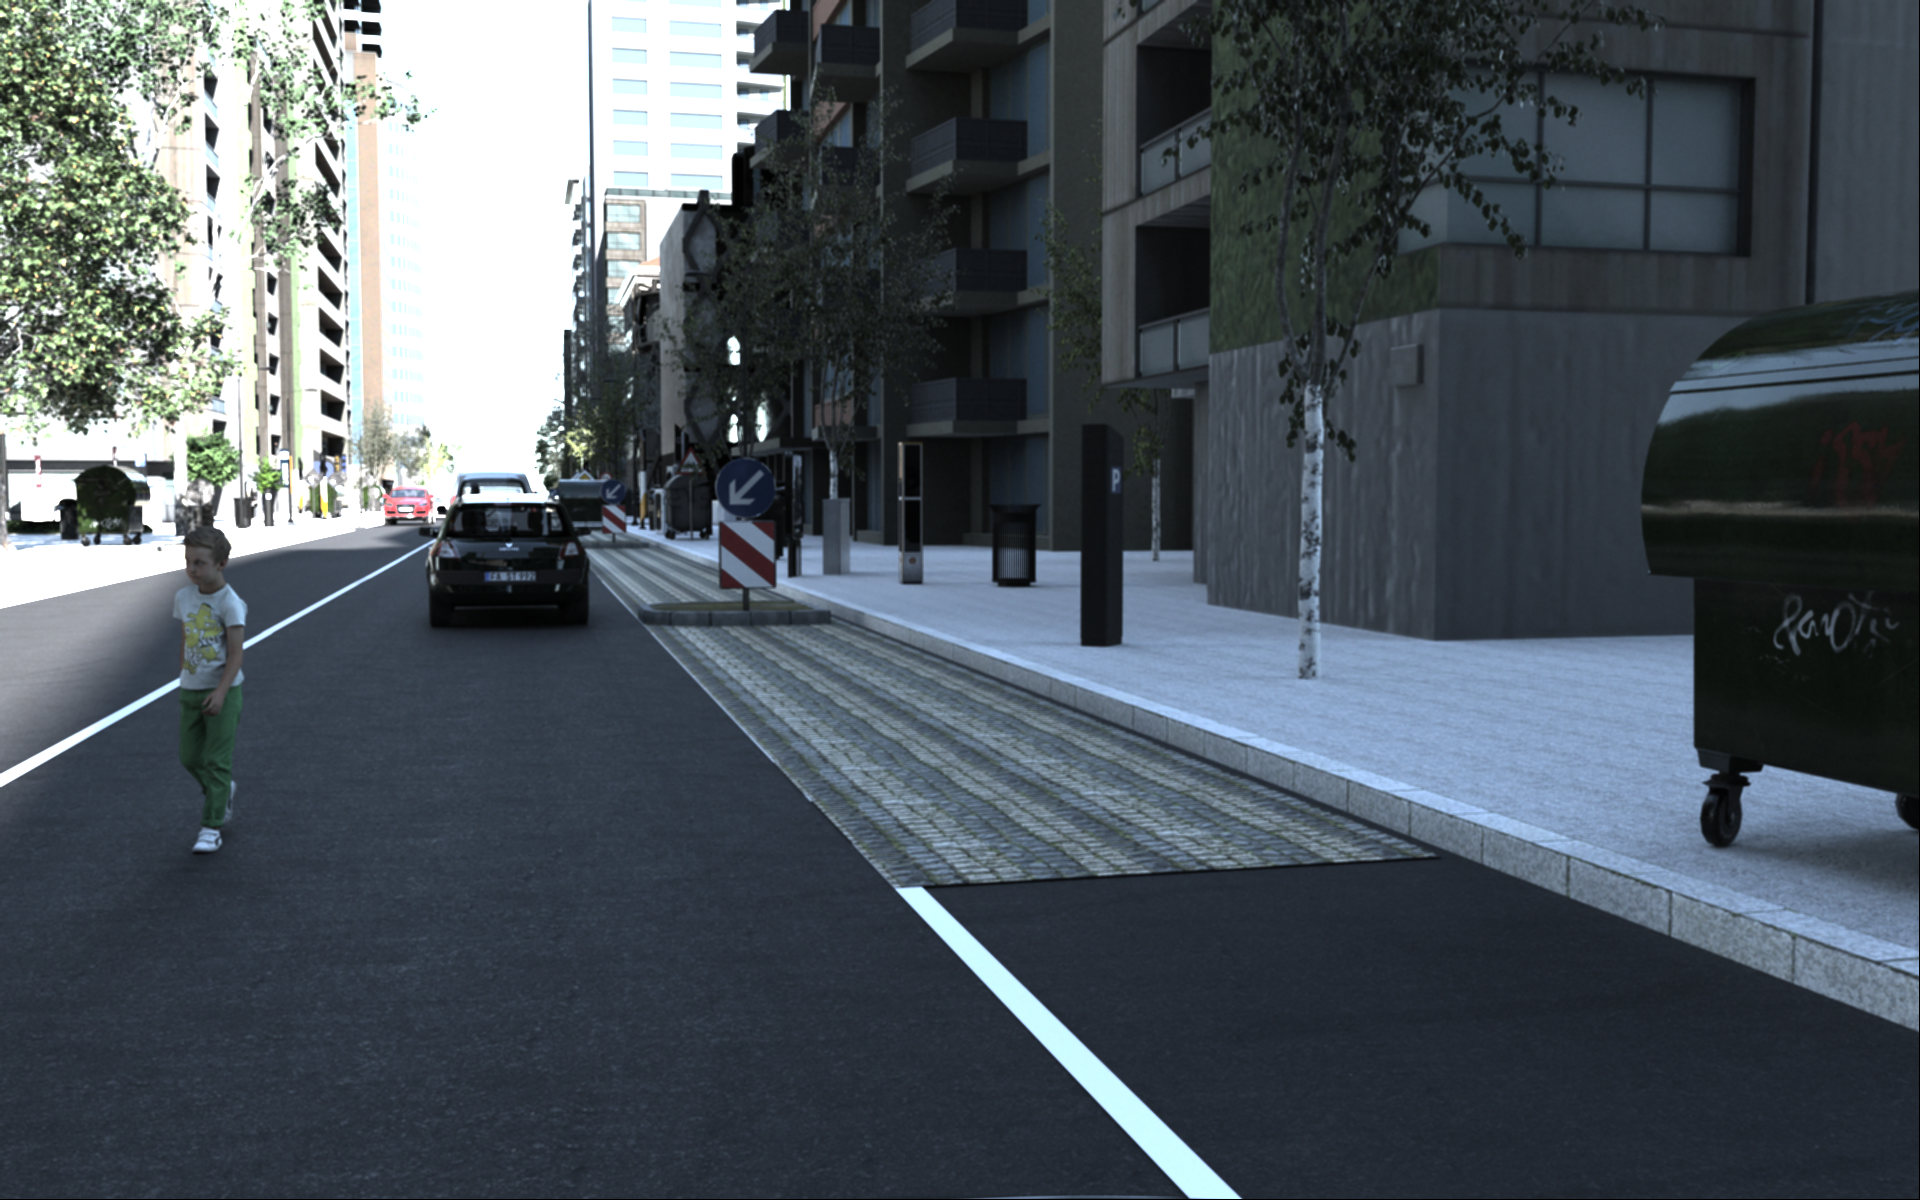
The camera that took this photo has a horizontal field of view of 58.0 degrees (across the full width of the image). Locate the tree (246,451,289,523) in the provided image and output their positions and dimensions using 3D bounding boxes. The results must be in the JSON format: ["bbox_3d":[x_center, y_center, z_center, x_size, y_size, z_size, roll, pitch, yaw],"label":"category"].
[{"bbox_3d":[-31.169,-5.097,77.945,1.663,3.219,1.824,0,3,0],"label":"tree"}]

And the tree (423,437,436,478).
[{"bbox_3d":[-50.115,-12.680,157.675,4.360,8.622,3.978,0,3,0],"label":"tree"}]

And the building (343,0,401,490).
[{"bbox_3d":[-73.772,-53.720,190.993,22.319,86.520,31.000,-1,4,-14],"label":"building"}]

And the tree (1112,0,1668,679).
[{"bbox_3d":[2.669,-3.761,11.859,4.360,8.622,3.978,0,3,0],"label":"tree"}]

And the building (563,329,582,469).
[{"bbox_3d":[-61.820,-32.400,301.437,14.160,30.474,14.107,-1,4,-14],"label":"building"}]

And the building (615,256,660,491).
[{"bbox_3d":[-21.816,-18.720,142.222,11.583,22.565,21.152,-1,4,-14],"label":"building"}]

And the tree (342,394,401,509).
[{"bbox_3d":[-44.903,-11.099,131.827,4.360,8.622,3.978,0,3,0],"label":"tree"}]

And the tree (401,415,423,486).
[{"bbox_3d":[-45.986,-11.443,137.461,4.360,8.622,3.978,0,3,0],"label":"tree"}]

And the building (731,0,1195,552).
[{"bbox_3d":[5.378,-24.314,52.159,22.147,44.769,28.867,-1,4,-14],"label":"building"}]

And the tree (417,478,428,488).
[{"bbox_3d":[-58.035,-11.786,187.309,1.663,3.219,1.824,0,3,0],"label":"tree"}]

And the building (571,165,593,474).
[{"bbox_3d":[-45.226,-38.790,253.817,23.786,49.044,30.456,-1,4,-14],"label":"building"}]

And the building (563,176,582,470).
[{"bbox_3d":[-49.315,-42.402,282.507,28.713,52.752,27.495,-1,4,-14],"label":"building"}]

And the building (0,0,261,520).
[{"bbox_3d":[-44.081,-24.665,86.872,14.154,41.232,14.086,-1,4,-14],"label":"building"}]

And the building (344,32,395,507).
[{"bbox_3d":[-64.073,-31.885,171.437,14.600,45.320,14.200,-1,4,-14],"label":"building"}]

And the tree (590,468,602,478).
[{"bbox_3d":[-27.314,-8.251,129.511,1.663,3.219,1.824,0,3,0],"label":"tree"}]

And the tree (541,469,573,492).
[{"bbox_3d":[-46.069,-13.490,204.271,4.285,4.588,4.351,0,3,0],"label":"tree"}]

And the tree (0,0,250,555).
[{"bbox_3d":[-20.638,-7.323,36.732,9.611,12.733,9.660,0,3,0],"label":"tree"}]

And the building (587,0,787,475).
[{"bbox_3d":[-29.349,-39.475,187.423,21.231,58.520,28.212,-1,4,-14],"label":"building"}]

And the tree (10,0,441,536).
[{"bbox_3d":[-22.527,-11.960,51.435,12.611,20.169,13.585,0,3,0],"label":"tree"}]

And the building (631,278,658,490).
[{"bbox_3d":[-15.072,-15.722,124.501,16.820,18.784,16.811,-1,4,-14],"label":"building"}]

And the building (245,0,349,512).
[{"bbox_3d":[-59.368,-31.098,132.154,21.300,48.544,21.600,-1,4,-14],"label":"building"}]

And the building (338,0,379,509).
[{"bbox_3d":[-63.129,-43.713,152.961,20.563,71.187,20.611,-1,4,-14],"label":"building"}]

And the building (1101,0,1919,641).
[{"bbox_3d":[9.251,-20.710,22.206,14.154,41.232,14.086,-1,4,-14],"label":"building"}]

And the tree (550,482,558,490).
[{"bbox_3d":[-56.438,-15.087,241.272,1.663,3.219,1.824,0,3,0],"label":"tree"}]

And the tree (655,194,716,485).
[{"bbox_3d":[-5.230,-5.582,41.620,4.360,8.622,3.978,0,3,0],"label":"tree"}]

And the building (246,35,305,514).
[{"bbox_3d":[-49.669,-20.602,108.540,14.160,30.474,14.107,-1,4,-14],"label":"building"}]

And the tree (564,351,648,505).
[{"bbox_3d":[-17.738,-8.426,88.129,4.737,8.622,4.395,0,3,0],"label":"tree"}]

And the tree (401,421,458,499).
[{"bbox_3d":[-67.903,-17.598,222.142,7.601,10.594,8.767,2,4,27],"label":"tree"}]

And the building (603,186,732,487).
[{"bbox_3d":[-27.184,-24.171,166.890,14.160,30.474,14.107,-1,4,-14],"label":"building"}]

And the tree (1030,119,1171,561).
[{"bbox_3d":[3.516,-5.052,32.961,4.737,8.622,4.395,0,3,0],"label":"tree"}]

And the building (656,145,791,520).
[{"bbox_3d":[-6.727,-13.707,91.568,16.811,18.784,16.820,-1,4,-14],"label":"building"}]

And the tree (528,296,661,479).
[{"bbox_3d":[-21.693,-12.068,107.674,12.009,13.543,11.850,0,3,0],"label":"tree"}]

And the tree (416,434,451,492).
[{"bbox_3d":[-64.437,-15.983,211.685,4.737,8.622,4.395,0,3,0],"label":"tree"}]

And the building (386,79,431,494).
[{"bbox_3d":[-85.735,-42.741,240.817,21.231,58.520,28.212,-1,4,-14],"label":"building"}]

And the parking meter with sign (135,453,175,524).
[{"bbox_3d":[-34.864,-4.828,75.194,0.543,3.016,1.738,1,4,21],"label":"parking meter with sign"}]

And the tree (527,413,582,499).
[{"bbox_3d":[-54.049,-19.170,231.547,7.486,12.596,7.792,0,3,0],"label":"tree"}]

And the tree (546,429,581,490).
[{"bbox_3d":[-42.710,-14.439,186.440,4.360,8.622,3.978,0,3,0],"label":"tree"}]

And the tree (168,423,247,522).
[{"bbox_3d":[-35.065,-5.935,80.750,4.285,4.588,4.351,0,3,0],"label":"tree"}]

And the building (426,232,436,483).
[{"bbox_3d":[-94.536,-39.755,269.603,23.786,49.044,30.456,-1,4,-14],"label":"building"}]

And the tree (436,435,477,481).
[{"bbox_3d":[-88.087,-23.046,302.561,9.928,11.665,9.643,0,3,0],"label":"tree"}]

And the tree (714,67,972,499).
[{"bbox_3d":[-2.040,-4.932,30.997,4.360,8.622,3.978,0,3,0],"label":"tree"}]
